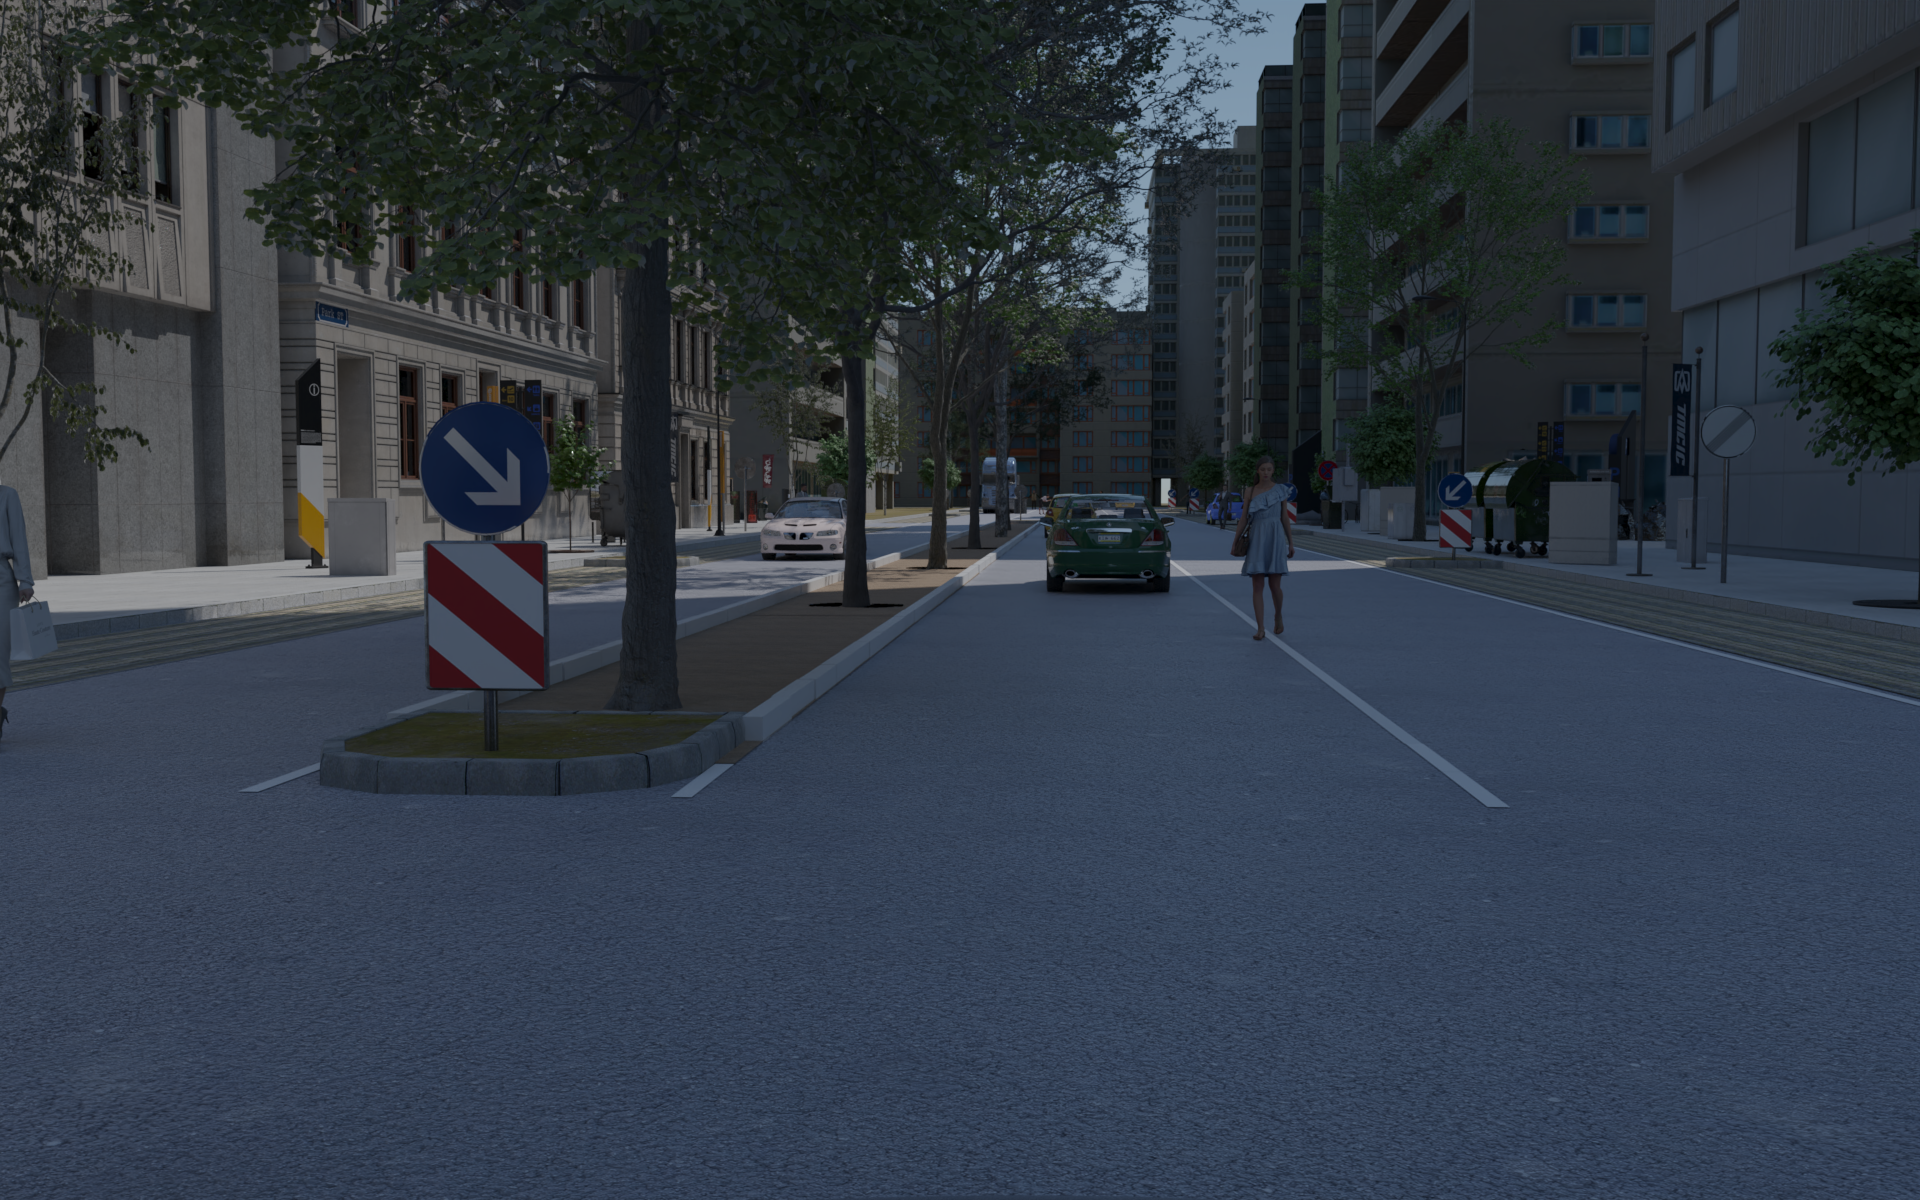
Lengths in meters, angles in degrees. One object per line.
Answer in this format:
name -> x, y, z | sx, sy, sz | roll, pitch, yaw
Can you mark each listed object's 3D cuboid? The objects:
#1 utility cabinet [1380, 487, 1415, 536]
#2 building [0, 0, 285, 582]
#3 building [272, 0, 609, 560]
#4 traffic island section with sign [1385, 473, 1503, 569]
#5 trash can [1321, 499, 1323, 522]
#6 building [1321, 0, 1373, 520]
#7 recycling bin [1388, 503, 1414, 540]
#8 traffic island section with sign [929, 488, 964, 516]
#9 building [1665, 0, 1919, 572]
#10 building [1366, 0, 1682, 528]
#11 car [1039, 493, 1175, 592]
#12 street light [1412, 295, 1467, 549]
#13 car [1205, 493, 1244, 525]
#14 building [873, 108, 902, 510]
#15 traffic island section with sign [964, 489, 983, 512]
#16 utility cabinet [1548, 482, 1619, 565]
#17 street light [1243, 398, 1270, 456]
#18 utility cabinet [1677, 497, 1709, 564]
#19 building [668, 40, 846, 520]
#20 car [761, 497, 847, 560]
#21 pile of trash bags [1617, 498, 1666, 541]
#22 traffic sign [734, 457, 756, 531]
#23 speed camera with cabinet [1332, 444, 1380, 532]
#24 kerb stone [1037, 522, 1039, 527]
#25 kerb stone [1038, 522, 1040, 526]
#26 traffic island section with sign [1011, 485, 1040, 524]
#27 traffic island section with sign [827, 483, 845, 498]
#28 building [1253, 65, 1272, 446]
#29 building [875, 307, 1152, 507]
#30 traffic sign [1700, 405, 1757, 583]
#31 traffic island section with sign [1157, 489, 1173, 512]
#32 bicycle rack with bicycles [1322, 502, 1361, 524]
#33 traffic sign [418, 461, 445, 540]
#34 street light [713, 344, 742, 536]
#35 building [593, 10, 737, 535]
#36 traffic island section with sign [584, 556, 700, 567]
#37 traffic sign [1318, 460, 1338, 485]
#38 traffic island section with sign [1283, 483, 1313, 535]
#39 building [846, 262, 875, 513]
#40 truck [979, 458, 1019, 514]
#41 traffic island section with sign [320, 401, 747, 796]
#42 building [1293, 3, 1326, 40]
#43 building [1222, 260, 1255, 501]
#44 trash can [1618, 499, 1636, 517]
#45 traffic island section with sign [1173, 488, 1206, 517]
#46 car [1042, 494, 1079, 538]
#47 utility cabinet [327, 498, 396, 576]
utility cabinet -> 13.372, -2.684, 52.560 | 1.173, 1.500, 0.318 | 2, 4, 32
building -> -19.496, -12.514, 22.627 | 12.078, 24.808, 19.932 | 0, 4, 4
building -> -16.798, -12.664, 43.208 | 11.583, 22.565, 21.152 | 0, 4, 4
traffic island section with sign -> 9.457, -1.554, 34.037 | 1.989, 1.847, 2.006 | 0, 4, 4
trash can -> 16.427, -4.081, 78.370 | 0.748, 1.137, 0.748 | 0, 3, 0
building -> 26.114, -24.932, 91.226 | 14.154, 41.232, 14.086 | 0, 4, 4
recycling bin -> 12.590, -2.241, 49.199 | 0.722, 1.027, 0.722 | 0, 4, 0
traffic island section with sign -> -0.957, -6.296, 111.562 | 1.989, 1.847, 2.006 | 0, 4, 4
building -> 27.861, -26.621, 24.486 | 27.495, 52.752, 28.713 | 0, 4, 4
building -> 28.836, -27.184, 68.168 | 21.300, 48.544, 21.600 | 0, 4, 4
car -> 2.274, -0.915, 26.754 | 2.131, 1.459, 4.920 | 0, 4, 4
street light -> 11.260, -4.164, 40.618 | 1.470, 5.913, 1.316 | 0, 4, 4
car -> 12.449, -4.364, 80.936 | 1.945, 1.707, 3.694 | 0, 4, 3
building -> -17.303, -27.613, 143.350 | 23.993, 40.220, 32.217 | 0, 4, 4
traffic island section with sign -> 0.960, -7.975, 139.019 | 1.989, 1.847, 2.006 | 0, 4, 4
utility cabinet -> 11.334, -1.395, 31.483 | 0.318, 1.500, 1.173 | -3, 5, -42
street light -> 14.318, -6.785, 83.471 | 1.470, 5.913, 1.316 | 0, 4, 4
utility cabinet -> 13.702, -1.301, 32.430 | 0.306, 1.237, 1.020 | 1, 4, 8
building -> -18.388, -28.894, 96.116 | 21.300, 48.544, 21.600 | 0, 4, 4
car -> -3.295, -1.647, 39.293 | 2.083, 1.381, 4.827 | 0, 4, 4
pile of trash bags -> 18.413, -2.386, 48.766 | 1.912, 1.369, 3.447 | -3, 5, -41
traffic sign -> -7.371, -3.629, 59.433 | 0.768, 2.556, 0.104 | 0, 4, 8
speed camera with cabinet -> 13.798, -3.971, 59.266 | 2.038, 3.252, 0.660 | -1, 4, -15
kerb stone -> 3.106, -3.040, 71.896 | 0.120, 0.150, 1.000 | 0, 4, 4
kerb stone -> 3.187, -3.102, 72.917 | 0.120, 0.150, 1.000 | 0, 4, 4
traffic island section with sign -> 2.920, -4.648, 84.136 | 2.006, 1.907, 1.989 | 0, 4, 4
traffic island section with sign -> -4.427, -3.247, 61.719 | 1.989, 1.847, 2.006 | 0, 4, 4
building -> 27.265, -21.299, 119.944 | 14.160, 30.474, 14.107 | 0, 4, 4
building -> 5.390, -20.784, 184.853 | 28.899, 21.520, 27.650 | 0, 4, 4
traffic sign -> 10.989, -1.513, 24.851 | 0.768, 2.556, 0.104 | 1, 4, 10
traffic island section with sign -> 16.649, -7.871, 137.319 | 1.989, 1.847, 2.006 | 0, 4, 4
bicycle rack with bicycles -> 16.772, -3.833, 76.045 | 2.852, 0.926, 2.925 | 0, 4, 1
traffic sign -> -8.869, -1.815, 29.686 | 0.884, 2.594, 0.081 | 1, 4, 9
street light -> -6.823, -4.906, 52.753 | 1.470, 5.913, 1.316 | 0, 4, 4
building -> -14.823, -12.158, 63.406 | 10.561, 19.102, 19.286 | 0, 4, 4
traffic island section with sign -> -6.309, -1.596, 34.718 | 1.989, 1.847, 2.006 | 0, 4, 4
traffic sign -> 13.913, -4.002, 65.534 | 0.768, 2.556, 0.104 | 0, 4, 6
traffic island section with sign -> 11.322, -3.199, 60.928 | 1.989, 1.847, 2.006 | 0, 4, 4
building -> -13.433, -26.343, 114.302 | 14.154, 41.232, 14.086 | 0, 4, 4
truck -> 3.303, -8.807, 133.756 | 2.967, 4.110, 18.799 | 0, 4, 3
traffic island section with sign -> -2.293, -0.064, 9.178 | 2.006, 1.907, 1.989 | 0, 4, 4
building -> 27.021, -20.429, 105.717 | 14.160, 30.474, 14.107 | 0, 4, 4
building -> 36.464, -18.107, 141.094 | 27.650, 21.520, 28.899 | 0, 4, 4
trash can -> 19.384, -2.388, 50.701 | 0.748, 1.137, 0.748 | 0, 3, 0
traffic island section with sign -> 14.773, -6.226, 110.429 | 1.989, 1.847, 2.006 | 0, 4, 4
car -> 3.706, -2.901, 57.663 | 2.015, 1.641, 3.980 | 0, 4, 5
utility cabinet -> -9.427, -0.988, 27.319 | 1.020, 1.237, 0.306 | 1, 4, 12
